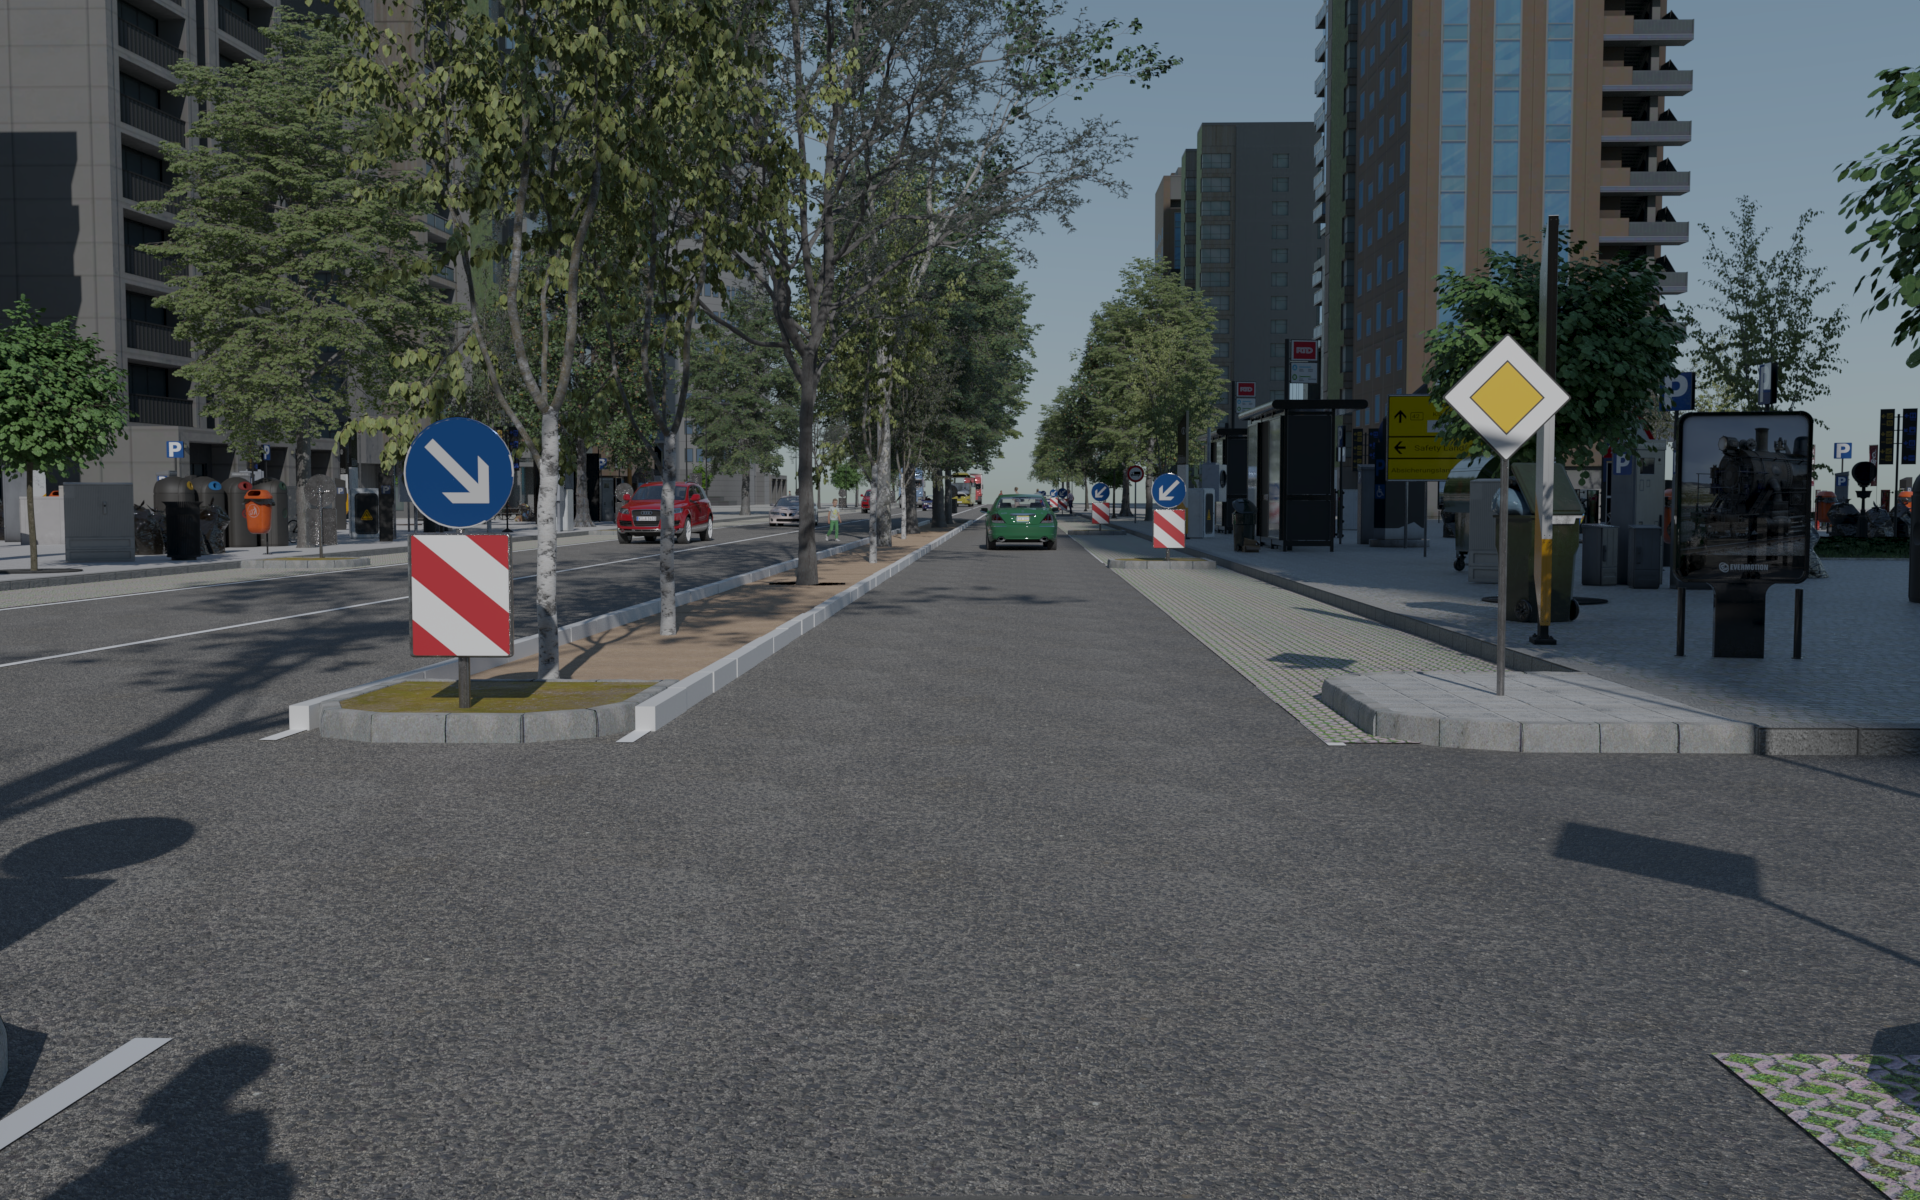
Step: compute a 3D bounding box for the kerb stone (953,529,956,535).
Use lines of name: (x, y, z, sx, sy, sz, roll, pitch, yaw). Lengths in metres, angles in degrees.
kerb stone: (-0.298, -2.257, 59.103, 0.120, 0.150, 1.000, 0, 4, 2)

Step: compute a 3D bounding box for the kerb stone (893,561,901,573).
kerb stone: (-1.207, -0.563, 31.427, 0.120, 0.150, 1.000, 0, 4, 2)

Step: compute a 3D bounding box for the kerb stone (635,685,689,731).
kerb stone: (-1.884, 0.687, 10.959, 0.120, 0.150, 1.000, 0, 4, 2)

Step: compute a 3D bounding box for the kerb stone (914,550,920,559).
kerb stone: (-1.008, -0.941, 37.579, 0.120, 0.150, 1.000, 0, 4, 2)

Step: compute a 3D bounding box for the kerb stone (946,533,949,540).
kerb stone: (-0.490, -1.882, 52.959, 0.120, 0.150, 1.000, 0, 4, 2)

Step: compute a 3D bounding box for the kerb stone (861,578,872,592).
kerb stone: (-1.419, -0.190, 25.294, 0.120, 0.150, 1.000, 0, 4, 2)

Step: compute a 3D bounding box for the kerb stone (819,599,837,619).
kerb stone: (-1.576, 0.126, 20.174, 0.120, 0.150, 1.000, 0, 4, 2)

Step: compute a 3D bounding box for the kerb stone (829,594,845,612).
kerb stone: (-1.548, 0.061, 21.201, 0.120, 0.150, 1.000, 0, 4, 2)

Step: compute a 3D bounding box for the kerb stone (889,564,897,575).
kerb stone: (-1.240, -0.500, 30.401, 0.120, 0.150, 1.000, 0, 4, 2)

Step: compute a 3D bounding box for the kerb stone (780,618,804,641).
kerb stone: (-1.690, 0.314, 17.110, 0.120, 0.150, 1.000, 0, 4, 2)

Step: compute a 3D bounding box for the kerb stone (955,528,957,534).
kerb stone: (-0.255, -2.320, 60.126, 0.120, 0.150, 1.000, 0, 4, 2)

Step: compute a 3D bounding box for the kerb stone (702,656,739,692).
kerb stone: (-1.818, 0.562, 13.002, 0.120, 0.150, 1.000, 0, 4, 2)

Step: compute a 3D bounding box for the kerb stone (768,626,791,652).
kerb stone: (-1.718, 0.381, 16.085, 0.120, 0.150, 1.000, 0, 4, 2)

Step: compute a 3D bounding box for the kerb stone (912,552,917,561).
kerb stone: (-1.043, -0.878, 36.557, 0.120, 0.150, 1.000, 0, 4, 2)

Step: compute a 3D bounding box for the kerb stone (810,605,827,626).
kerb stone: (-1.610, 0.195, 19.153, 0.120, 0.150, 1.000, 0, 4, 2)

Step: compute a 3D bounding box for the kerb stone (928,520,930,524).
kerb stone: (-1.642, -3.639, 81.695, 0.120, 0.150, 1.000, 0, 4, 2)

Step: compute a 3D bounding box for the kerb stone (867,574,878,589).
kerb stone: (-1.381, -0.251, 26.316, 0.120, 0.150, 1.000, 0, 4, 2)

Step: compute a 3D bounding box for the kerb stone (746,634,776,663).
kerb stone: (-1.752, 0.437, 15.052, 0.120, 0.150, 1.000, 0, 4, 2)

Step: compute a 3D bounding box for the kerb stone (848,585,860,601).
kerb stone: (-1.479, -0.060, 23.244, 0.120, 0.150, 1.000, 0, 4, 2)

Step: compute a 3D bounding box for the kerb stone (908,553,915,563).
kerb stone: (-1.068, -0.815, 35.529, 0.120, 0.150, 1.000, 0, 4, 2)

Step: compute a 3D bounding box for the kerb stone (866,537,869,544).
kerb stone: (-2.729, -1.633, 48.895, 0.120, 0.150, 1.000, 0, 4, 2)

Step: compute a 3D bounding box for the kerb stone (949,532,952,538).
kerb stone: (-0.427, -2.007, 55.009, 0.120, 0.150, 1.000, 0, 4, 2)

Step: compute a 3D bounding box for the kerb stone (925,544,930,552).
kerb stone: (-0.867, -1.192, 41.686, 0.120, 0.150, 1.000, 0, 4, 2)

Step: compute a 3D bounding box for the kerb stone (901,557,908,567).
kerb stone: (-1.138, -0.690, 33.475, 0.120, 0.150, 1.000, 0, 4, 2)

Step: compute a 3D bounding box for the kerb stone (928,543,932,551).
kerb stone: (-0.837, -1.255, 42.707, 0.120, 0.150, 1.000, 0, 4, 2)

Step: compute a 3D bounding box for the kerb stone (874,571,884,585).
kerb stone: (-1.341, -0.314, 27.337, 0.120, 0.150, 1.000, 0, 4, 2)

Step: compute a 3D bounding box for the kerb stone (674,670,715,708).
kerb stone: (-1.858, 0.625, 11.981, 0.120, 0.150, 1.000, 0, 4, 2)

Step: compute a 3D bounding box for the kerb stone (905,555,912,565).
kerb stone: (-1.104, -0.752, 34.497, 0.120, 0.150, 1.000, 0, 4, 2)

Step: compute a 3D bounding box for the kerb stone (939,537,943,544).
kerb stone: (-0.631, -1.630, 48.854, 0.120, 0.150, 1.000, 0, 4, 2)

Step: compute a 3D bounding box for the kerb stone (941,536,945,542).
kerb stone: (-0.592, -1.693, 49.884, 0.120, 0.150, 1.000, 0, 4, 2)

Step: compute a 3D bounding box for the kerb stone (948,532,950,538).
kerb stone: (-0.458, -1.943, 53.980, 0.120, 0.150, 1.000, 0, 4, 2)

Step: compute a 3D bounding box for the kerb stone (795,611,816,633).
kerb stone: (-1.649, 0.249, 18.131, 0.120, 0.150, 1.000, 0, 4, 2)

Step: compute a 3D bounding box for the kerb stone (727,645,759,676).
kerb stone: (-1.780, 0.500, 14.028, 0.120, 0.150, 1.000, 0, 4, 2)

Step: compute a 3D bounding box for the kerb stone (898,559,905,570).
kerb stone: (-1.167, -0.625, 32.448, 0.120, 0.150, 1.000, 0, 4, 2)

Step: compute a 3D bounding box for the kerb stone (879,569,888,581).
kerb stone: (-1.316, -0.377, 28.358, 0.120, 0.150, 1.000, 0, 4, 2)

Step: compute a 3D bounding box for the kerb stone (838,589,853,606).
kerb stone: (-1.517, -0.001, 22.222, 0.120, 0.150, 1.000, 0, 4, 2)

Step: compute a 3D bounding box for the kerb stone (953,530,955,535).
kerb stone: (-0.326, -2.194, 58.082, 0.120, 0.150, 1.000, 0, 4, 2)

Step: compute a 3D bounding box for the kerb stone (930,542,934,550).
kerb stone: (-0.808, -1.317, 43.732, 0.120, 0.150, 1.000, 0, 4, 2)

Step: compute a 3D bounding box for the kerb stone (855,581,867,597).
kerb stone: (-1.444, -0.127, 24.272, 0.120, 0.150, 1.000, 0, 4, 2)

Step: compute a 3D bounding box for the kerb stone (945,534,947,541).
kerb stone: (-0.533, -1.815, 51.938, 0.120, 0.150, 1.000, 0, 4, 2)

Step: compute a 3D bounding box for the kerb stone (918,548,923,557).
kerb stone: (-0.977, -1.004, 38.603, 0.120, 0.150, 1.000, 0, 4, 2)

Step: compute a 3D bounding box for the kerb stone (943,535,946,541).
kerb stone: (-0.561, -1.754, 50.914, 0.120, 0.150, 1.000, 0, 4, 2)

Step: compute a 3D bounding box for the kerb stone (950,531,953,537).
kerb stone: (-0.397, -2.069, 56.030, 0.120, 0.150, 1.000, 0, 4, 2)

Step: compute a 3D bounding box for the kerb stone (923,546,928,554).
kerb stone: (-0.907, -1.124, 40.657, 0.120, 0.150, 1.000, 0, 4, 2)

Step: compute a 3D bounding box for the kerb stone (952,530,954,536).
kerb stone: (-0.356, -2.132, 57.060, 0.120, 0.150, 1.000, 0, 4, 2)

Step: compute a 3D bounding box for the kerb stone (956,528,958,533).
kerb stone: (-0.225, -2.381, 61.156, 0.120, 0.150, 1.000, 0, 4, 2)

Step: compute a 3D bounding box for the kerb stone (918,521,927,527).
kerb stone: (-1.716, -3.514, 79.646, 0.120, 0.150, 1.000, 0, 4, 2)

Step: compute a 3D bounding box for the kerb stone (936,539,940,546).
kerb stone: (-0.703, -1.499, 46.796, 0.120, 0.150, 1.000, 0, 4, 2)

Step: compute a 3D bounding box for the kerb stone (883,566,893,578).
kerb stone: (-1.282, -0.439, 29.380, 0.120, 0.150, 1.000, 0, 4, 2)

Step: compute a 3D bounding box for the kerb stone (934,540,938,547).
kerb stone: (-0.735, -1.439, 45.774, 0.120, 0.150, 1.000, 0, 4, 2)

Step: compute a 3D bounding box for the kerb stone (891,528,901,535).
kerb stone: (-2.292, -2.448, 62.216, 0.120, 0.150, 1.000, 0, 4, 2)

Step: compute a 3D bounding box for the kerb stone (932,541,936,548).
kerb stone: (-0.770, -1.377, 44.753, 0.120, 0.150, 1.000, 0, 4, 2)

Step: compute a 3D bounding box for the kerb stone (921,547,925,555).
kerb stone: (-0.937, -1.066, 39.627, 0.120, 0.150, 1.000, 0, 4, 2)

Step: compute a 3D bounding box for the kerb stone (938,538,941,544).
kerb stone: (-0.663, -1.565, 47.829, 0.120, 0.150, 1.000, 0, 4, 2)
